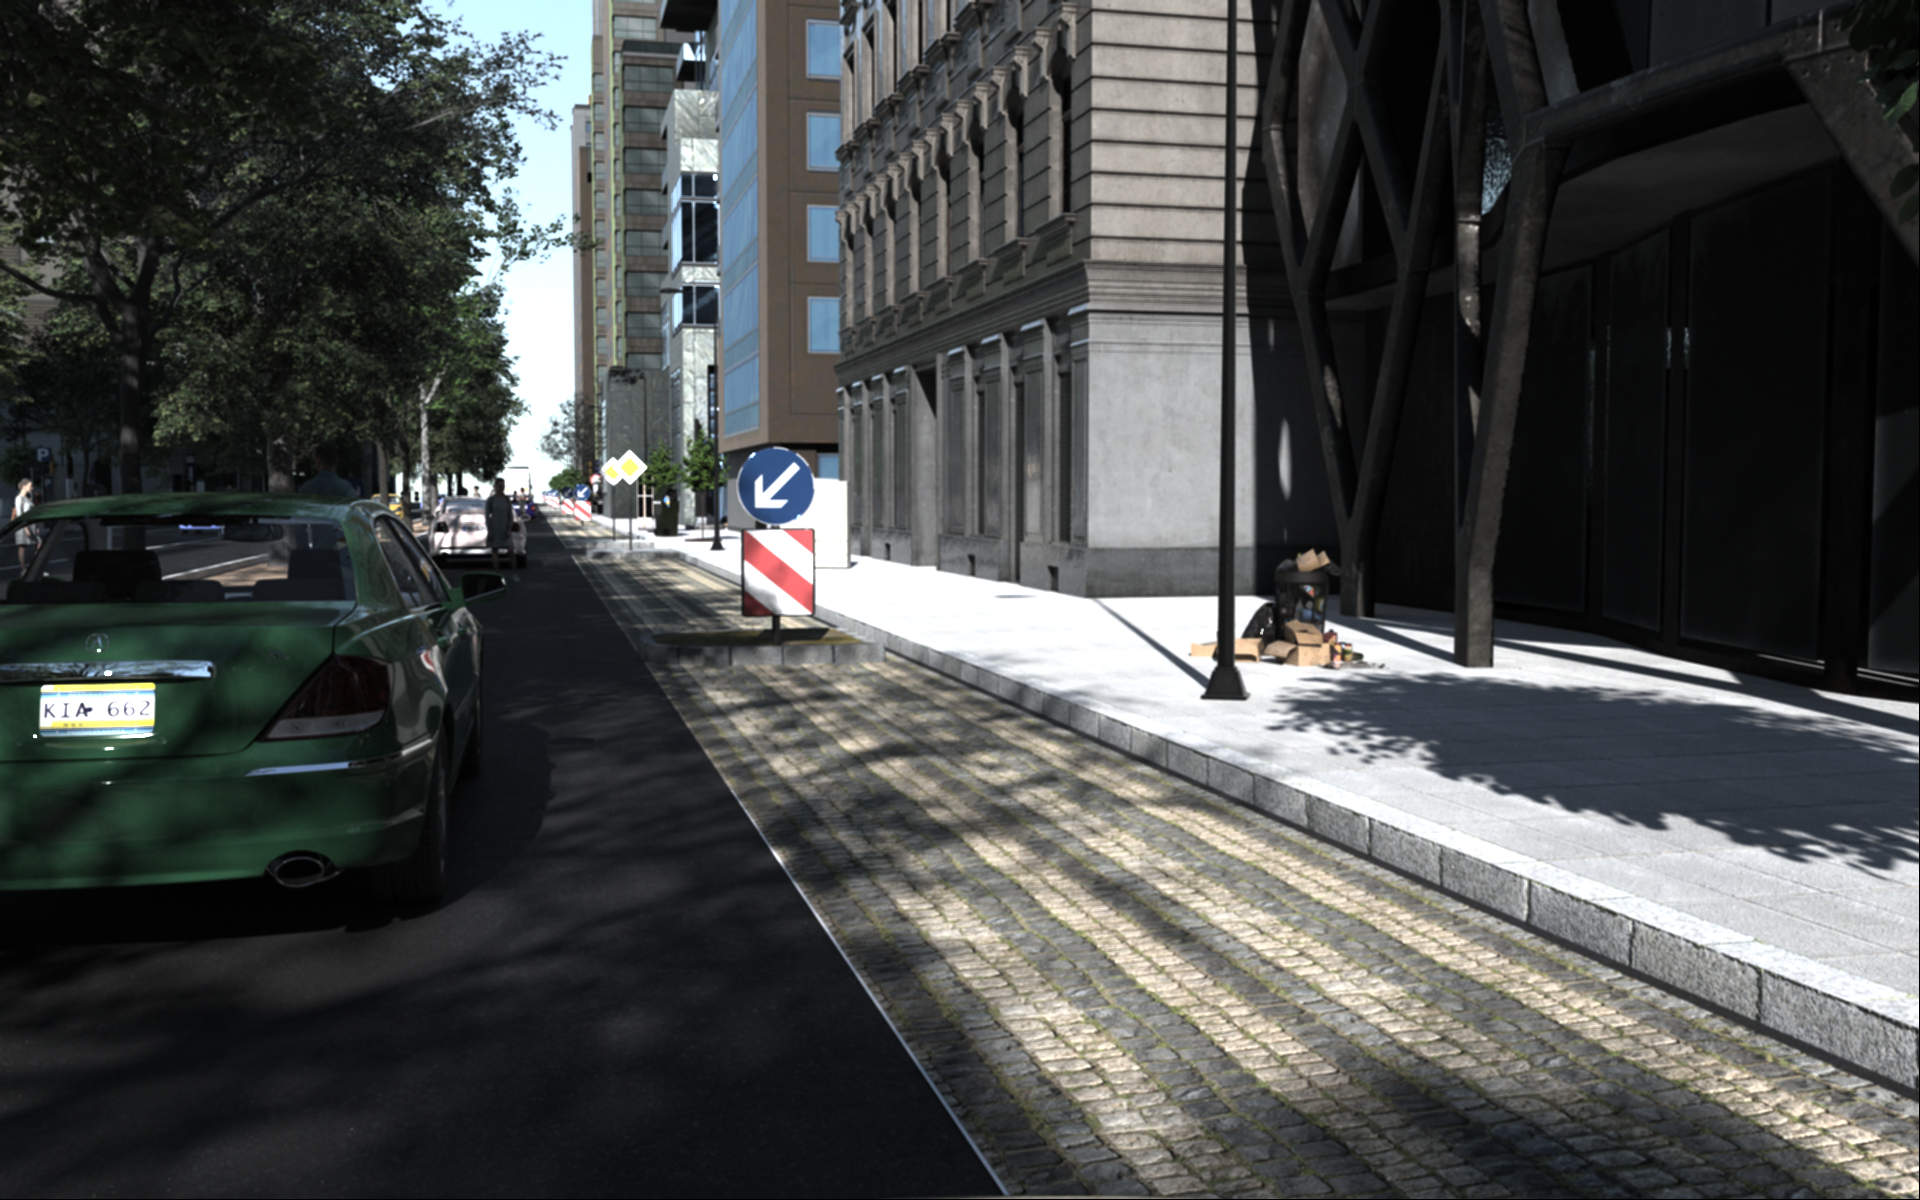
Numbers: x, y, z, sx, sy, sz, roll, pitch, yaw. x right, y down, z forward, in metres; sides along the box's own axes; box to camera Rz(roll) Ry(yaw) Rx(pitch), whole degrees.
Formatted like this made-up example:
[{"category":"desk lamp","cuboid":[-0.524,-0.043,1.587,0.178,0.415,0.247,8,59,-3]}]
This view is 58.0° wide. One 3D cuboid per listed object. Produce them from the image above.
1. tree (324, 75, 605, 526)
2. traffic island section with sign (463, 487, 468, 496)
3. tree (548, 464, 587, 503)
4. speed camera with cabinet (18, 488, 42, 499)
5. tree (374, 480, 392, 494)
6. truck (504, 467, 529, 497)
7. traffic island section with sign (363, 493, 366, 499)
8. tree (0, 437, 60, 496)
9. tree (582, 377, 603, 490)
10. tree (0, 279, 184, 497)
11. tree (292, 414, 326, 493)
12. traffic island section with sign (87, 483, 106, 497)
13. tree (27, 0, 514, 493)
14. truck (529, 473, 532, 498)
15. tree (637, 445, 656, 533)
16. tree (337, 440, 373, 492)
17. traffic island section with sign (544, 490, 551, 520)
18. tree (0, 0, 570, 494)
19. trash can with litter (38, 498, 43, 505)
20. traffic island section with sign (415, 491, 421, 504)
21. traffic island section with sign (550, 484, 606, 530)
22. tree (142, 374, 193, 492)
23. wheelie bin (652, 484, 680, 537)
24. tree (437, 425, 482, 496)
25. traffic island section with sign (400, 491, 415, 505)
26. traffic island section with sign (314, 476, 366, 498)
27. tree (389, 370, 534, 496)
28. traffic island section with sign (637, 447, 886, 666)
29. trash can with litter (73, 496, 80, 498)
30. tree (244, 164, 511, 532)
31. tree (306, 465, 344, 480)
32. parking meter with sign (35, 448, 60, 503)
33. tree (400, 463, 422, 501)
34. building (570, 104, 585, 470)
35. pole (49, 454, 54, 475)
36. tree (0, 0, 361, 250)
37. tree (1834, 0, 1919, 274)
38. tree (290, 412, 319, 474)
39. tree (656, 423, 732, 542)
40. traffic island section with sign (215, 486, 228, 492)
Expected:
[{"category":"tree","cuboid":[-22.551,-13.350,76.612,12.611,20.169,13.585,0,3,0]},{"category":"traffic island section with sign","cuboid":[-33.911,-6.728,118.142,2.006,1.907,1.989,-1,4,-14]},{"category":"tree","cuboid":[-42.265,-12.521,188.424,4.285,4.588,4.351,0,3,0]},{"category":"speed camera with cabinet","cuboid":[-59.844,-7.207,112.167,2.038,3.252,0.660,0,4,-4]},{"category":"tree","cuboid":[-73.244,-13.762,219.608,1.663,3.219,1.824,0,3,0]},{"category":"truck","cuboid":[-46.718,-11.832,182.364,2.839,4.237,11.283,-1,4,-15]},{"category":"traffic island section with sign","cuboid":[-57.232,-9.625,166.004,1.989,1.847,2.006,-1,4,-14]},{"category":"tree","cuboid":[-53.666,-7.087,99.590,4.285,4.588,4.351,0,3,0]},{"category":"tree","cuboid":[-20.531,-9.322,102.784,4.360,8.622,3.978,0,3,0]},{"category":"tree","cuboid":[-36.454,-8.437,72.353,7.601,10.594,8.767,0,4,-6]},{"category":"tree","cuboid":[-51.607,-11.328,135.571,4.737,8.622,4.395,0,3,0]},{"category":"traffic island section with sign","cuboid":[-31.814,-3.370,63.726,1.989,1.847,2.006,-1,4,-14]},{"category":"tree","cuboid":[-13.308,-7.623,33.756,9.857,13.997,8.962,0,3,0]},{"category":"truck","cuboid":[-58.796,-14.871,232.048,2.839,4.237,11.283,-1,4,-13]},{"category":"tree","cuboid":[-10.129,-3.883,58.089,1.663,3.219,1.824,0,3,0]},{"category":"tree","cuboid":[-62.890,-14.047,180.023,4.360,8.622,3.978,0,3,0]},{"category":"traffic island section with sign","cuboid":[-21.678,-5.293,95.172,1.989,1.847,2.006,-1,4,-14]},{"category":"tree","cuboid":[-9.958,-6.587,20.520,12.009,13.543,11.850,0,3,0]},{"category":"trash can with litter","cuboid":[-46.277,-4.633,87.138,1.055,1.170,0.624,1,4,14]},{"category":"traffic island section with sign","cuboid":[-77.165,-14.532,246.229,1.989,1.847,2.006,-1,4,-14]},{"category":"traffic island section with sign","cuboid":[-15.171,-3.693,69.011,1.989,1.847,2.006,-1,4,-14]},{"category":"tree","cuboid":[-46.317,-9.210,100.946,4.737,8.622,4.395,0,3,0]},{"category":"wheelie bin","cuboid":[-9.170,-2.819,53.994,0.693,1.594,0.980,0,4,-5]},{"category":"tree","cuboid":[-31.136,-9.377,106.135,4.737,8.622,4.395,0,3,0]},{"category":"traffic island section with sign","cuboid":[-70.536,-12.900,219.542,1.989,1.847,2.006,-1,4,-14]},{"category":"traffic island section with sign","cuboid":[-15.776,-2.268,45.216,2.006,1.907,1.989,-1,4,-14]},{"category":"tree","cuboid":[-33.039,-11.906,114.125,9.611,12.733,9.660,0,3,0]},{"category":"traffic island section with sign","cuboid":[-1.832,-0.410,15.337,1.989,1.847,2.006,-1,4,-14]},{"category":"trash can with litter","cuboid":[-37.839,-3.865,74.250,2.233,1.210,1.678,3,5,44]},{"category":"tree","cuboid":[-18.095,-7.691,53.962,9.928,11.665,9.643,0,3,0]},{"category":"tree","cuboid":[-58.886,-10.820,160.614,4.285,4.588,4.351,0,3,0]},{"category":"parking meter with sign","cuboid":[-34.519,-4.254,65.809,0.543,3.016,1.738,-1,4,-11]},{"category":"tree","cuboid":[-84.597,-19.380,267.220,4.360,8.622,3.978,0,3,0]},{"category":"building","cuboid":[-48.189,-44.151,263.875,21.231,58.520,28.212,-1,4,-14]},{"category":"pole","cuboid":[-46.151,-5.763,88.070,0.158,3.312,0.155,0,3,0]},{"category":"tree","cuboid":[-7.617,-5.530,11.002,7.486,12.596,7.792,0,3,0]},{"category":"tree","cuboid":[3.383,-1.224,3.723,4.285,4.588,4.351,0,3,0]},{"category":"tree","cuboid":[-50.622,-11.035,130.780,4.360,8.622,3.978,0,3,0]},{"category":"tree","cuboid":[-7.108,-3.204,46.987,1.663,3.219,1.824,0,3,0]},{"category":"traffic island section with sign","cuboid":[-38.316,-4.970,89.888,1.989,1.847,2.006,-1,4,-14]}]
